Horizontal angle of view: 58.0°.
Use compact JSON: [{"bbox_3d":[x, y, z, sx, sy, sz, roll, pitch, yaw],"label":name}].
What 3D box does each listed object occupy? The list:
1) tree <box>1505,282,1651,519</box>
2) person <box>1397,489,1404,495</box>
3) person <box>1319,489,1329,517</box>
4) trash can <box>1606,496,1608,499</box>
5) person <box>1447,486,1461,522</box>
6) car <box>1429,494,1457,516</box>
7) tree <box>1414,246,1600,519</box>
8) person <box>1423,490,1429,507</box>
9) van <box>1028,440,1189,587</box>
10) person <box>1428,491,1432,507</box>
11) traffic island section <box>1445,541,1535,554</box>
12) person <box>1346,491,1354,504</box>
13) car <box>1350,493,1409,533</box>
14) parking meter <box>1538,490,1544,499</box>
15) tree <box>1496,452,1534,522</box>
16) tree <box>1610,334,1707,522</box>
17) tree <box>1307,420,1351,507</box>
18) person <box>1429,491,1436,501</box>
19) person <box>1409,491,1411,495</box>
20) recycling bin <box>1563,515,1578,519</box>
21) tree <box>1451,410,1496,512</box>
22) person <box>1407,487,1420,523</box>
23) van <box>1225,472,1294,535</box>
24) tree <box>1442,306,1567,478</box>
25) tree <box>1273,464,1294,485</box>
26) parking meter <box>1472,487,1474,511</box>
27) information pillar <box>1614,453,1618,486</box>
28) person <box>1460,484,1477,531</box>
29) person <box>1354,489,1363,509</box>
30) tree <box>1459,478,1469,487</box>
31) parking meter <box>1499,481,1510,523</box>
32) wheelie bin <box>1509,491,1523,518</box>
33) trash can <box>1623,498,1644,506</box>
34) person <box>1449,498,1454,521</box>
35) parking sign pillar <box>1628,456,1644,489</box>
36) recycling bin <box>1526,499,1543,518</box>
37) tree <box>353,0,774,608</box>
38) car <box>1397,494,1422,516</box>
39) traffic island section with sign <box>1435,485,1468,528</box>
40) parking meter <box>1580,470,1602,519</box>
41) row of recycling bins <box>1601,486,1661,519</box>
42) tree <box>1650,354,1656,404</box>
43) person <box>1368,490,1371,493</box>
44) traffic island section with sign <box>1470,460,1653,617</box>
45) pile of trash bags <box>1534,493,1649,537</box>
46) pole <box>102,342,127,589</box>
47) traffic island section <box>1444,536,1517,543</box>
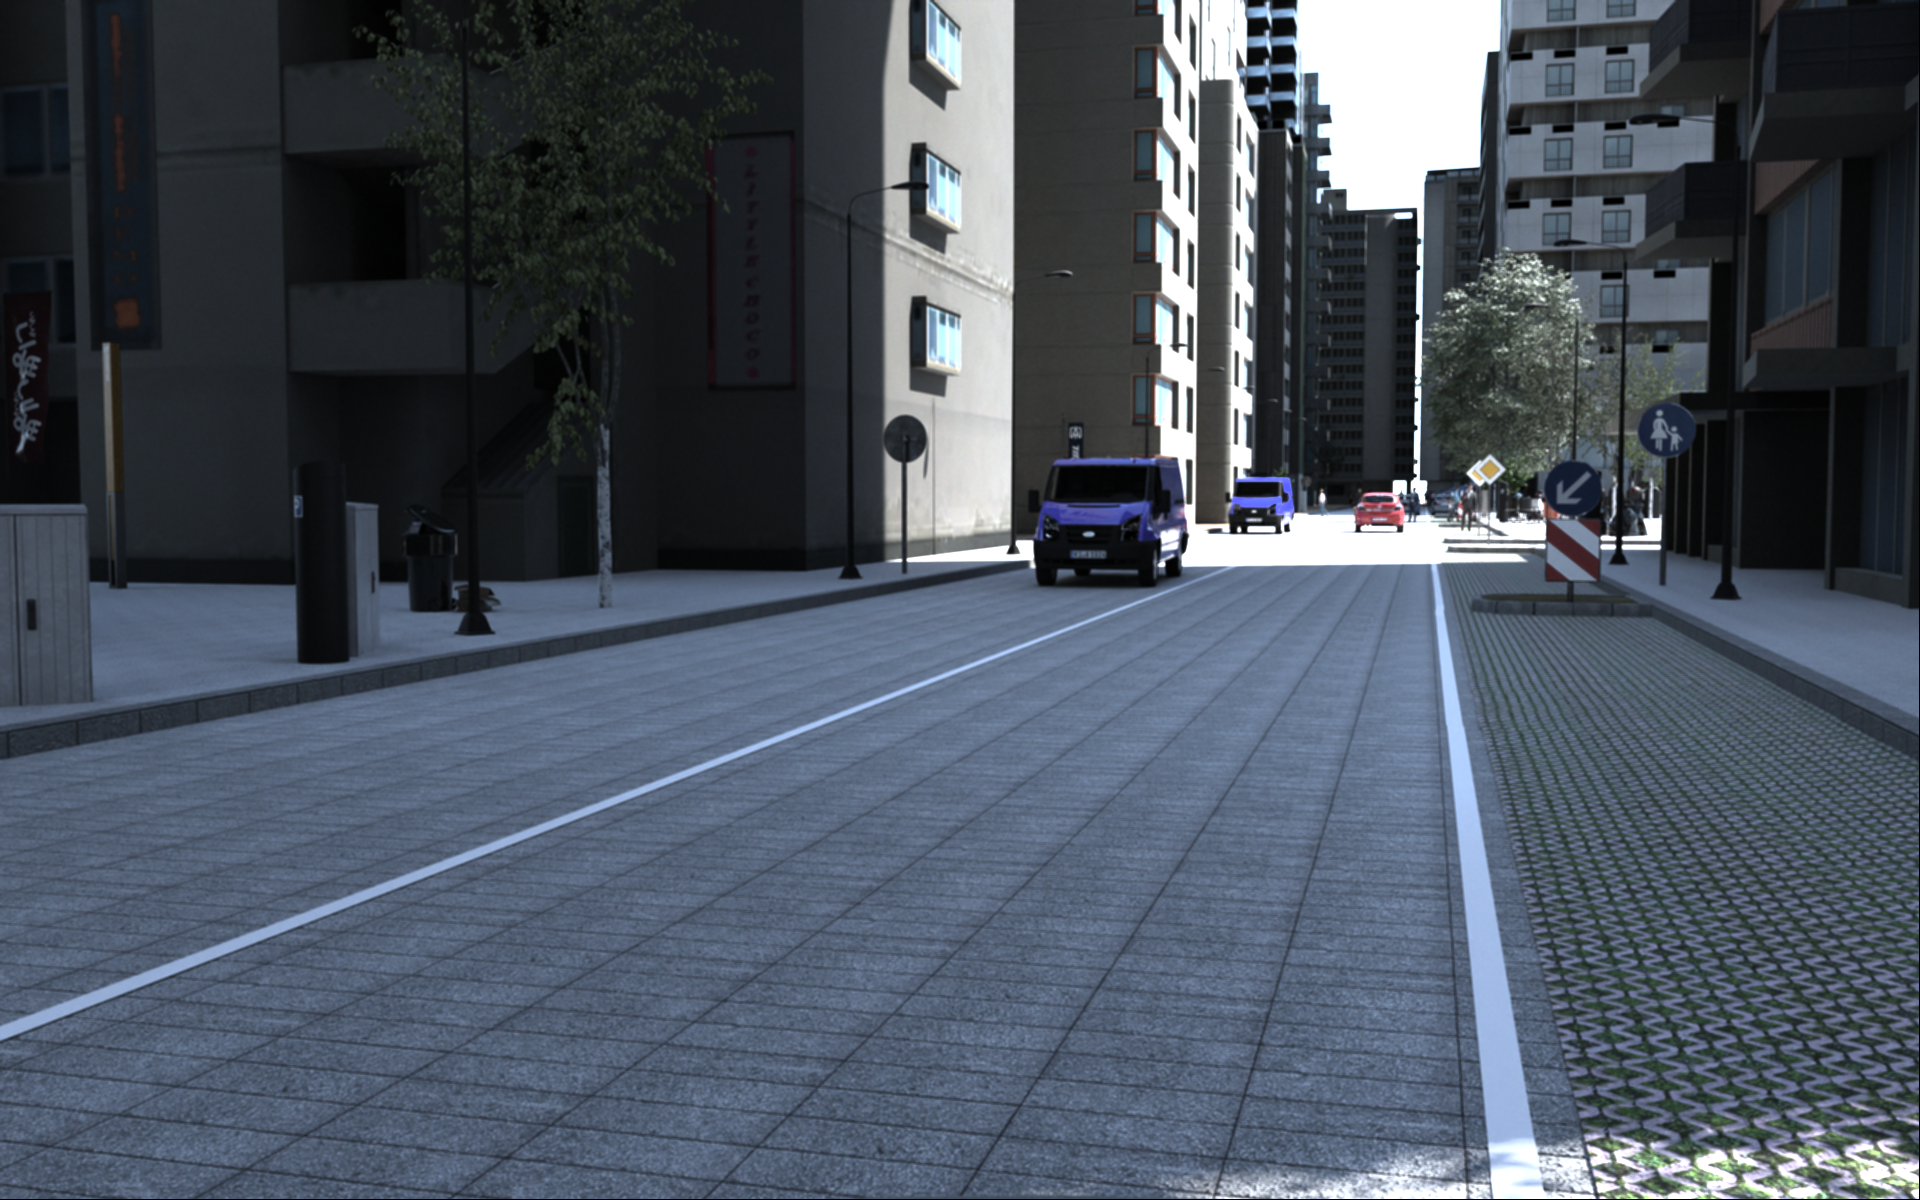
[{"bbox_3d":[21.333,-6.779,61.193,4.360,8.622,3.978,0,3,0],"label":"tree"},{"bbox_3d":[32.920,-7.386,129.218,1.348,1.831,0.705,1,4,19],"label":"person"},{"bbox_3d":[22.502,-5.981,106.968,0.598,1.740,0.731,2,4,27],"label":"person"},{"bbox_3d":[40.258,-5.839,107.115,0.748,1.137,0.748,0,3,0],"label":"trash can"},{"bbox_3d":[25.136,-4.865,87.912,0.748,1.841,0.638,2,4,27],"label":"person"},{"bbox_3d":[32.296,-6.322,115.372,2.014,1.417,4.499,1,4,14],"label":"car"},{"bbox_3d":[28.583,-11.255,90.678,9.857,13.997,8.962,0,3,0],"label":"tree"},{"bbox_3d":[50.747,-11.012,188.417,0.709,1.838,0.599,-1,4,-19],"label":"person"},{"bbox_3d":[2.554,-1.486,28.678,2.240,2.365,5.245,1,4,14],"label":"van"},{"bbox_3d":[53.550,-11.528,196.913,1.348,1.831,0.705,-3,5,-40],"label":"person"},{"bbox_3d":[13.126,-1.264,42.945,2.009,0.180,2.903,1,4,15],"label":"traffic island section"},{"bbox_3d":[46.113,-11.979,204.447,1.348,1.812,0.705,-2,4,-33],"label":"person"},{"bbox_3d":[15.835,-3.447,65.396,2.155,1.783,4.494,1,4,13],"label":"car"},{"bbox_3d":[36.696,-6.177,109.403,0.372,1.533,0.369,0,3,0],"label":"parking meter"},{"bbox_3d":[25.125,-5.175,79.211,1.663,3.219,1.824,0,3,0],"label":"tree"},{"bbox_3d":[32.287,-7.935,80.092,4.737,8.622,4.395,0,3,0],"label":"tree"},{"bbox_3d":[36.874,-13.638,173.341,4.360,8.622,3.978,0,3,0],"label":"tree"},{"bbox_3d":[45.430,-9.587,166.188,0.756,1.711,0.436,1,4,15],"label":"person"},{"bbox_3d":[50.609,-11.377,195.228,0.721,1.735,1.217,2,4,34],"label":"person"},{"bbox_3d":[23.650,-3.304,66.566,0.722,1.027,0.722,0,4,-1],"label":"recycling bin"},{"bbox_3d":[38.042,-10.613,123.881,4.737,8.622,4.395,0,3,0],"label":"tree"},{"bbox_3d":[22.809,-4.799,87.141,0.419,1.800,0.721,-3,4,-37],"label":"person"},{"bbox_3d":[11.018,-3.601,63.259,2.240,2.365,5.245,1,4,16],"label":"van"},{"bbox_3d":[33.012,-11.429,104.998,7.486,12.596,7.792,0,3,0],"label":"tree"},{"bbox_3d":[20.621,-7.154,111.562,1.663,3.219,1.824,0,3,0],"label":"tree"},{"bbox_3d":[35.656,-7.045,120.901,0.399,1.863,0.255,-1,4,-14],"label":"parking meter"},{"bbox_3d":[37.415,-6.558,98.573,0.183,3.616,0.504,-2,4,-28],"label":"information pillar"},{"bbox_3d":[19.495,-3.543,66.385,0.622,1.834,0.822,1,4,10],"label":"person"},{"bbox_3d":[26.925,-6.514,115.216,0.699,1.804,1.509,-3,5,-44],"label":"person"},{"bbox_3d":[54.872,-11.900,189.168,1.663,3.219,1.824,0,3,0],"label":"tree"},{"bbox_3d":[24.493,-4.417,77.923,0.255,1.863,0.399,-3,4,-36],"label":"parking meter"},{"bbox_3d":[29.976,-5.257,93.864,0.980,1.594,0.693,2,4,27],"label":"wheelie bin"},{"bbox_3d":[22.653,-2.860,58.410,0.748,1.137,0.748,0,3,0],"label":"trash can"},{"bbox_3d":[26.506,-4.864,93.037,0.382,1.210,0.505,-2,4,-25],"label":"person"},{"bbox_3d":[46.526,-7.997,119.217,1.447,3.967,1.447,-3,5,-41],"label":"parking sign pillar"},{"bbox_3d":[30.876,-4.925,93.081,0.722,1.027,0.722,3,4,37],"label":"recycling bin"},{"bbox_3d":[-4.239,-4.213,19.248,4.737,8.622,4.395,0,3,0],"label":"tree"},{"bbox_3d":[29.973,-6.376,116.254,2.014,1.417,4.499,1,4,16],"label":"car"},{"bbox_3d":[21.582,-4.024,74.418,1.989,1.847,2.006,1,4,15],"label":"traffic island section with sign"},{"bbox_3d":[13.782,-1.964,37.825,0.399,1.863,0.255,-1,4,-9],"label":"parking meter"},{"bbox_3d":[34.727,-5.101,90.506,3.534,1.692,1.069,2,4,25],"label":"row of recycling bins"},{"bbox_3d":[28.427,-7.664,75.661,4.360,8.622,3.978,0,3,0],"label":"tree"},{"bbox_3d":[38.167,-9.344,161.291,0.705,1.823,1.348,-3,5,-41],"label":"person"},{"bbox_3d":[7.297,-0.765,21.137,1.989,1.847,2.006,1,4,15],"label":"traffic island section with sign"},{"bbox_3d":[19.546,-2.680,53.576,1.912,1.369,3.447,-3,5,-40],"label":"pile of trash bags"},{"bbox_3d":[-11.434,-1.809,23.426,0.158,3.312,0.155,0,3,0],"label":"pole"},{"bbox_3d":[15.194,-1.736,50.658,2.009,0.180,2.903,1,4,15],"label":"traffic island section"}]
